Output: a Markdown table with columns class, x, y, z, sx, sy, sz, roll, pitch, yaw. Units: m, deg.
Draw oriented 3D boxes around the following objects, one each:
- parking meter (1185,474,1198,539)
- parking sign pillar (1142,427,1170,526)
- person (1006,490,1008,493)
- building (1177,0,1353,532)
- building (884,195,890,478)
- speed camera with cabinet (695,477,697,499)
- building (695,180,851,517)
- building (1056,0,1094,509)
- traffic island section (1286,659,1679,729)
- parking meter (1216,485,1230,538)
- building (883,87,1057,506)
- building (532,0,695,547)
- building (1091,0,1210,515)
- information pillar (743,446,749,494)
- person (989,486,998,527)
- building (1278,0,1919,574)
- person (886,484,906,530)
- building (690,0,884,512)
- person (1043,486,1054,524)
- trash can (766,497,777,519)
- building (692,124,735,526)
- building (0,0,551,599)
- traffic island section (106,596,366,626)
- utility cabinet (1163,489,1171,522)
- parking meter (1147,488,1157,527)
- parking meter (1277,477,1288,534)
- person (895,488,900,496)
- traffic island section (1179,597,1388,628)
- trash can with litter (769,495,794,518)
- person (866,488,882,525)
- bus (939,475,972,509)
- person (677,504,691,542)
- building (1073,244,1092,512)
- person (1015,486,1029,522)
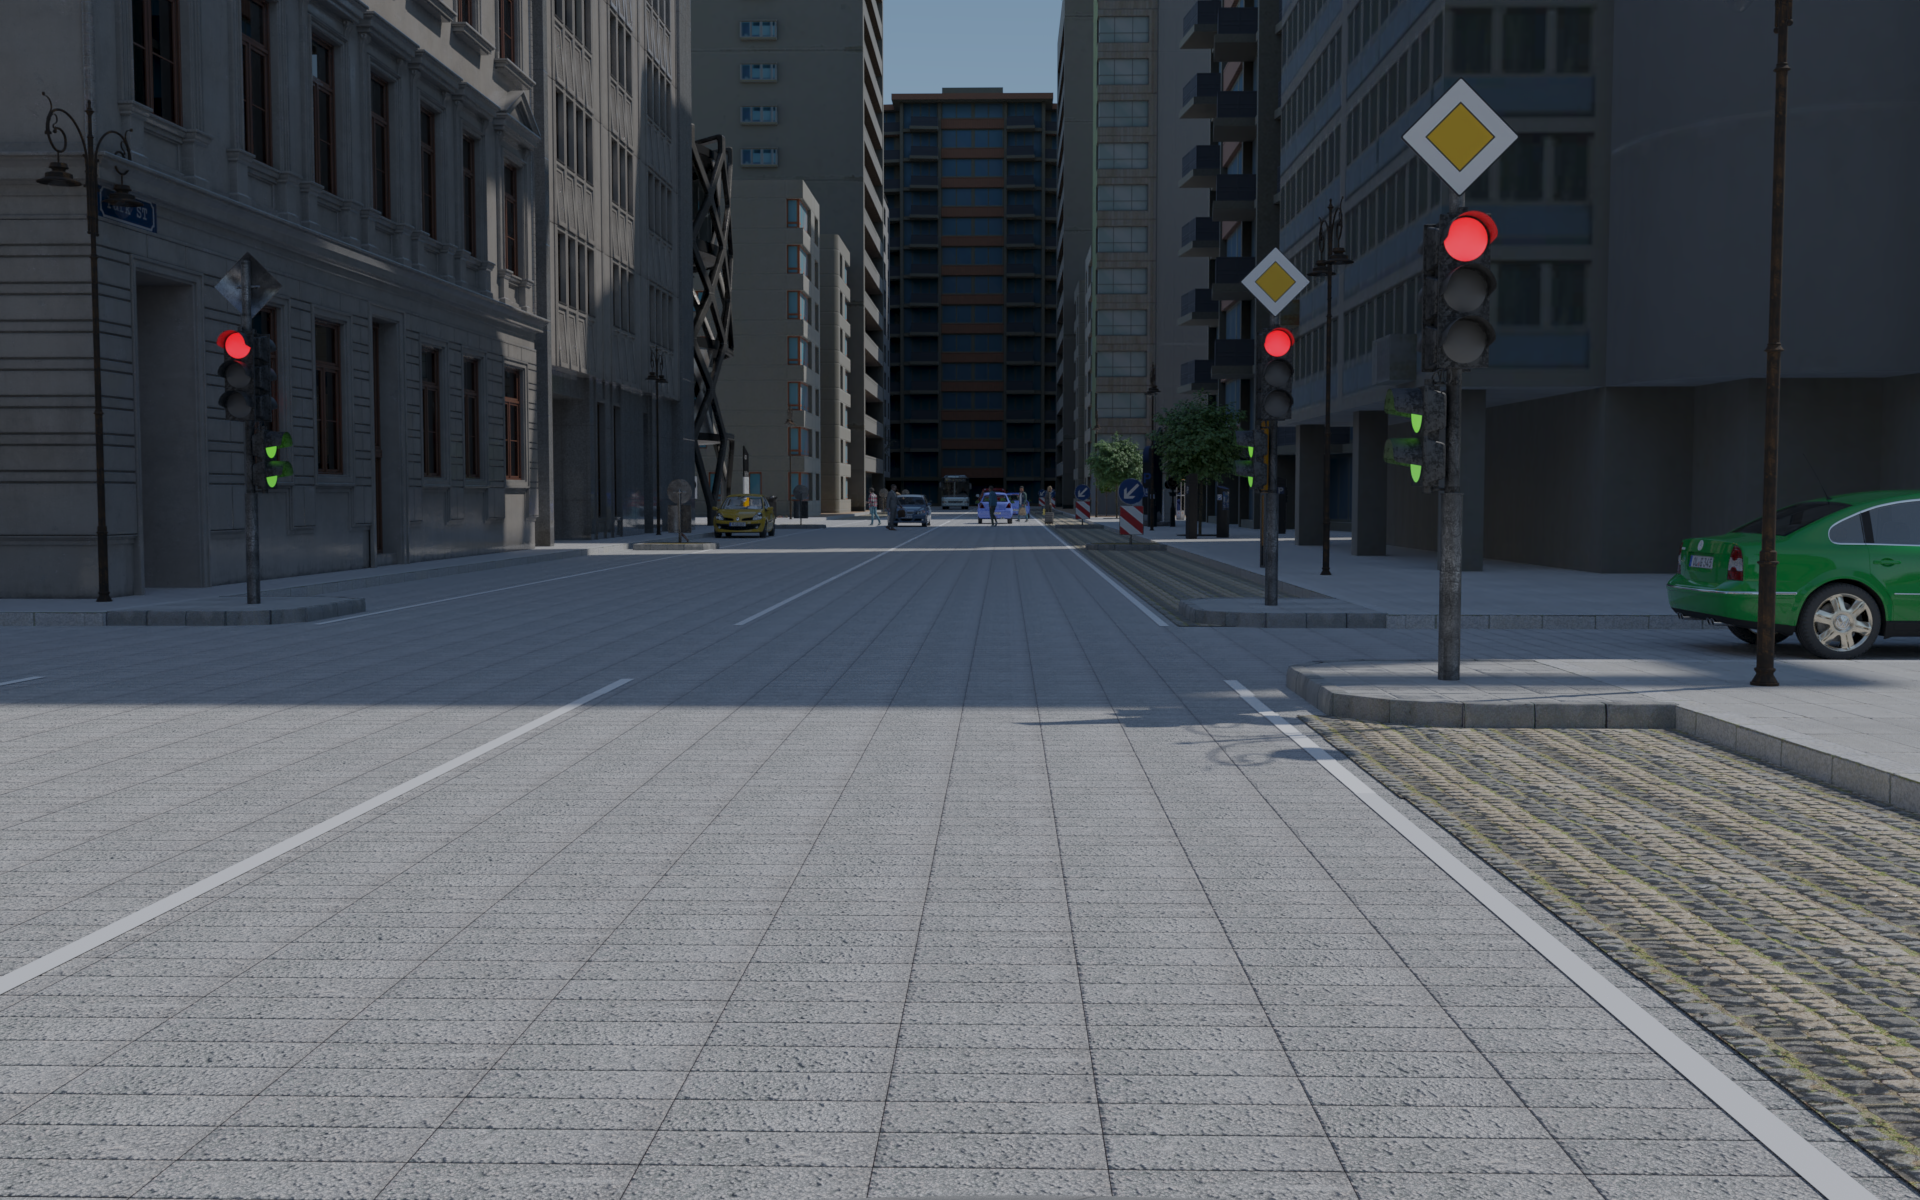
| class | x | y | z | sx | sy | sz | roll | pitch | yaw |
| --- | --- | --- | --- | --- | --- | --- | --- | --- | --- |
| parking meter | 6.614 | -2.676 | 49.468 | 0.255 | 1.863 | 0.399 | -1 | 4 | -9 |
| parking sign pillar | 7.710 | -4.950 | 69.403 | 1.447 | 3.967 | 1.447 | 2 | 4 | 25 |
| person | 4.028 | -8.548 | 148.284 | 1.348 | 1.821 | 0.705 | 2 | 4 | 34 |
| building | 20.524 | -25.388 | 69.724 | 22.147 | 44.769 | 28.867 | 0 | 4 | 1 |
| building | -13.779 | -23.984 | 163.840 | 14.107 | 30.474 | 14.160 | 0 | 4 | 1 |
| speed camera with cabinet | -13.832 | -5.536 | 84.845 | 0.660 | 3.252 | 2.038 | 3 | 5 | 41 |
| building | -22.072 | -16.222 | 110.271 | 27.650 | 21.520 | 28.899 | 0 | 4 | 1 |
| building | 19.834 | -32.732 | 158.864 | 21.300 | 48.544 | 21.600 | 0 | 4 | 1 |
| traffic island section | 3.401 | 0.630 | 11.974 | 2.009 | 0.180 | 2.903 | 0 | 4 | 1 |
| parking meter | 7.719 | -2.595 | 50.844 | 0.372 | 1.533 | 0.369 | 0 | 3 | 0 |
| building | 0.719 | -32.717 | 189.548 | 28.867 | 44.769 | 22.147 | 0 | 4 | 1 |
| building | -15.748 | -14.286 | 51.593 | 12.078 | 24.808 | 19.932 | 0 | 4 | 1 |
| building | 15.547 | -26.218 | 112.254 | 14.154 | 41.232 | 14.086 | 0 | 4 | 1 |
| information pillar | -10.374 | -5.659 | 83.884 | 0.183 | 3.616 | 0.504 | 1 | 4 | 19 |
| person | 1.432 | -4.054 | 75.129 | 0.444 | 1.785 | 0.601 | 3 | 5 | 42 |
| building | 19.396 | -20.859 | 32.918 | 23.993 | 40.220 | 32.217 | 0 | 4 | 1 |
| person | -2.617 | -3.652 | 68.330 | 0.853 | 1.813 | 0.709 | 2 | 4 | 26 |
| building | -17.331 | -31.301 | 135.477 | 21.300 | 48.544 | 21.600 | 0 | 4 | 1 |
| person | 4.172 | -4.486 | 82.067 | 0.699 | 1.804 | 1.509 | 1 | 4 | 11 |
| trash can | -9.284 | -4.471 | 84.749 | 0.748 | 1.137 | 0.748 | 0 | 3 | 0 |
| building | -17.975 | -12.441 | 70.867 | 16.820 | 18.784 | 16.811 | 0 | 4 | 1 |
| building | -15.165 | -11.876 | 30.333 | 11.583 | 22.565 | 21.152 | 0 | 4 | 1 |
| traffic island section | -8.280 | 0.123 | 20.268 | 2.009 | 0.180 | 2.903 | 0 | 4 | 1 |
| utility cabinet | 8.515 | -3.815 | 71.061 | 0.318 | 1.500 | 1.173 | 0 | 4 | 5 |
| parking meter | 7.508 | -3.620 | 67.594 | 0.372 | 1.533 | 0.369 | 0 | 3 | 0 |
| parking meter | 10.347 | -3.063 | 55.795 | 0.399 | 1.863 | 0.255 | 1 | 4 | 13 |
| person | -4.428 | -6.828 | 120.151 | 1.348 | 1.823 | 0.705 | -1 | 4 | -12 |
| traffic island section | 3.607 | 0.142 | 19.957 | 2.009 | 0.180 | 2.903 | 0 | 4 | 1 |
| trash can with litter | -9.893 | -5.037 | 93.404 | 2.233 | 1.210 | 1.678 | 3 | 4 | 38 |
| person | -3.949 | -4.267 | 79.101 | 0.643 | 1.720 | 0.563 | 2 | 4 | 29 |
| bus | -0.441 | -10.334 | 163.821 | 2.948 | 3.499 | 13.247 | 0 | 4 | 0 |
| person | -7.563 | -2.041 | 46.886 | 0.505 | 1.210 | 0.382 | -3 | 5 | -45 |
| building | 23.246 | -17.681 | 134.117 | 27.650 | 21.520 | 28.899 | 0 | 4 | 1 |
| person | 3.154 | -4.827 | 87.413 | 0.713 | 1.824 | 0.794 | -1 | 4 | -21 |
